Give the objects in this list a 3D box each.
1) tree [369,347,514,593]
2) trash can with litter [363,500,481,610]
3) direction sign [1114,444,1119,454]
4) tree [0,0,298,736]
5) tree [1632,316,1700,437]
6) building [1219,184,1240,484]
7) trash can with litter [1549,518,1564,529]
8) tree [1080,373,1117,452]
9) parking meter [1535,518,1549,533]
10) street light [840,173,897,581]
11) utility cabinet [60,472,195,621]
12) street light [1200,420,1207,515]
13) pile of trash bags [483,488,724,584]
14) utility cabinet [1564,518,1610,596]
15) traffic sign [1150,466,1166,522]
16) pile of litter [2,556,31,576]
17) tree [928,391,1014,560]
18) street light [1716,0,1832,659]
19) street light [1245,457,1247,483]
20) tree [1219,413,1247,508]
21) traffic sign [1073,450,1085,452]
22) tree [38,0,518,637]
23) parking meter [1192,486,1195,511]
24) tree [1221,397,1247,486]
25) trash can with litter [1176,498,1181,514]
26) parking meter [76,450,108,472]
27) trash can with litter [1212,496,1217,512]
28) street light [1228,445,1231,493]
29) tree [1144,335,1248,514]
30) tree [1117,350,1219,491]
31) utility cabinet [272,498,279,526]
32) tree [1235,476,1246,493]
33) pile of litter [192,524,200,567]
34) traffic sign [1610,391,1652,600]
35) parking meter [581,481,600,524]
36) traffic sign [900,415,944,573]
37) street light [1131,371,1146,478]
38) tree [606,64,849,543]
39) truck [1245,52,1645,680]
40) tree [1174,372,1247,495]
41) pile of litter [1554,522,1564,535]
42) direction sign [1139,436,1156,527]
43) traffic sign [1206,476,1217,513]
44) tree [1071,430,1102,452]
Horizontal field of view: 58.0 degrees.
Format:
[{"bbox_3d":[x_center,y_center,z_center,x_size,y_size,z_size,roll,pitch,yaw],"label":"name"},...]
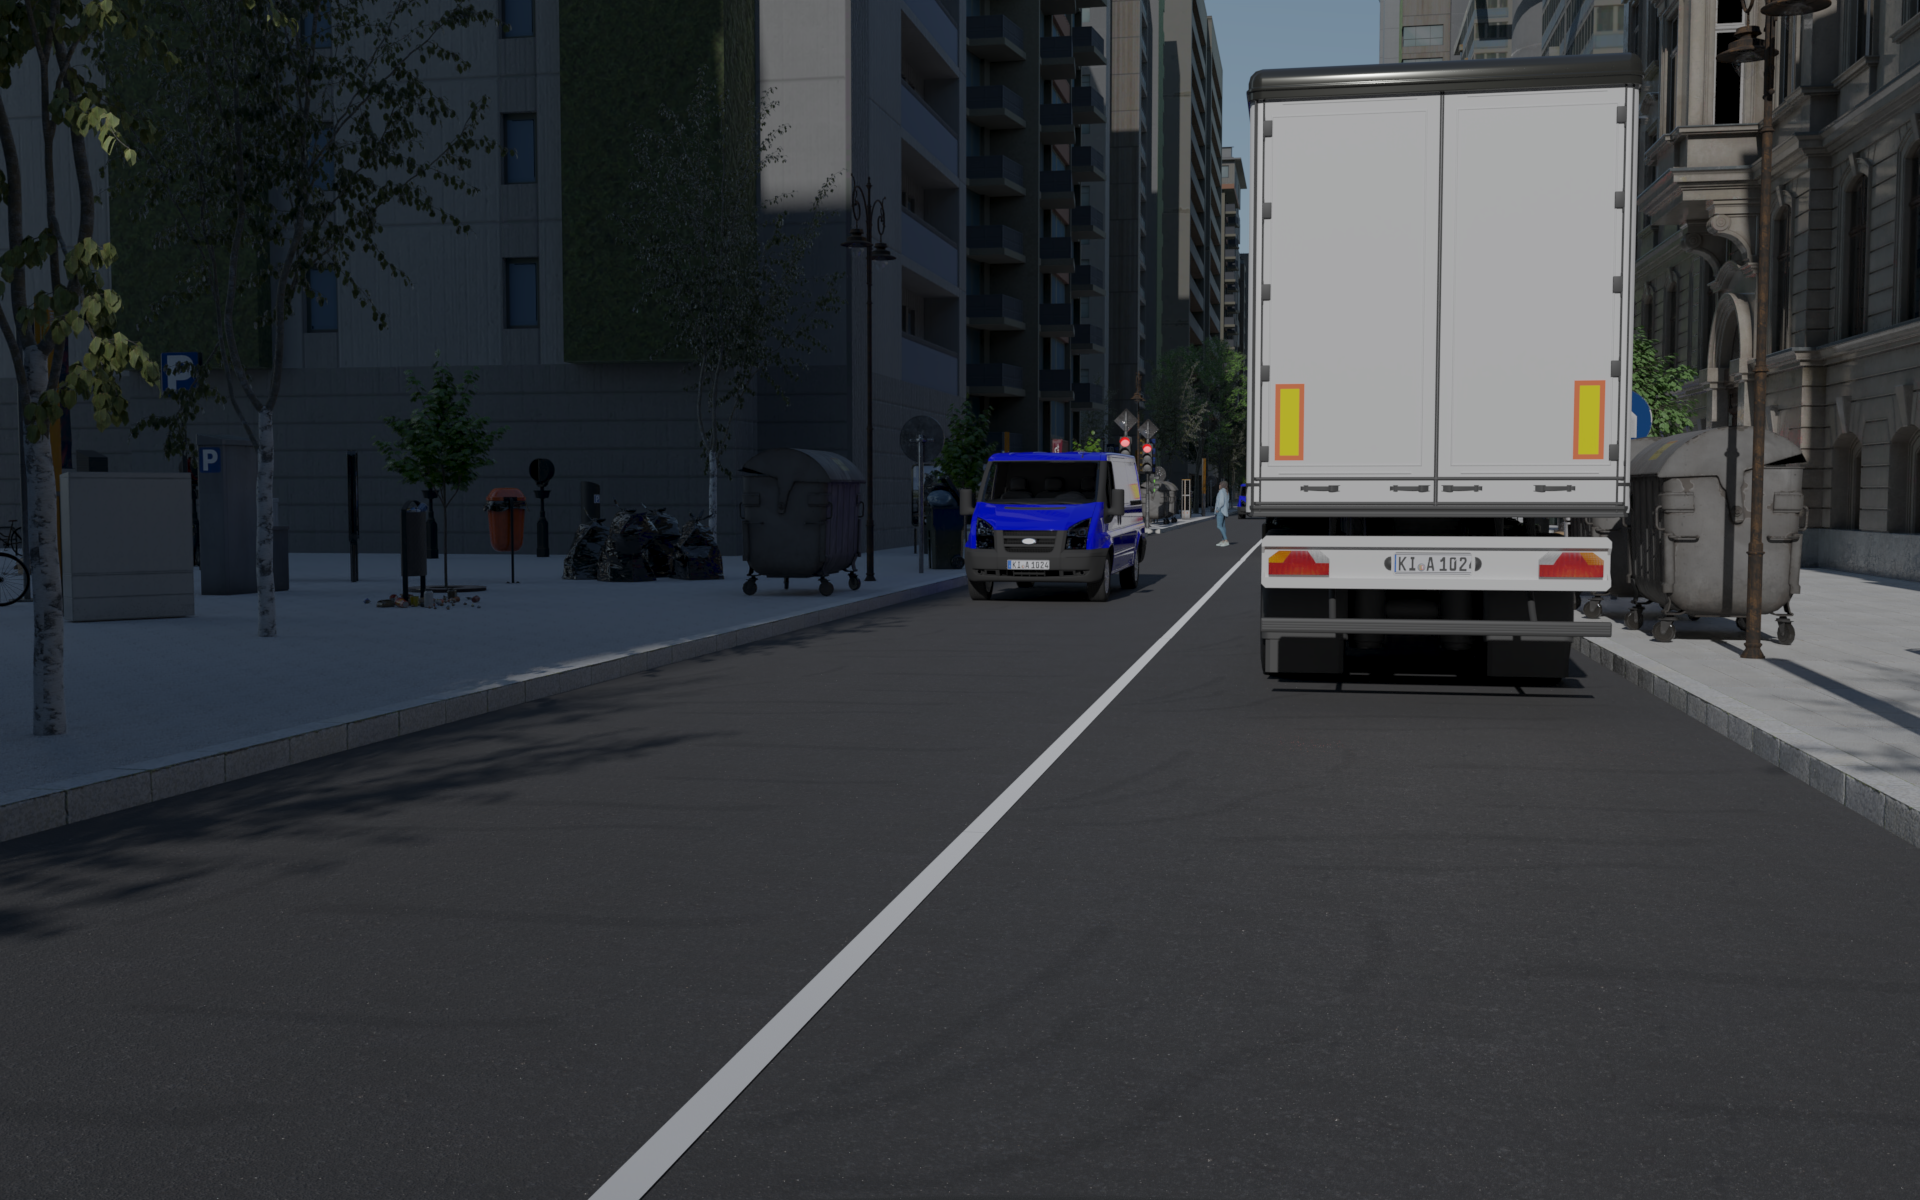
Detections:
[{"bbox_3d":[-6.877,-1.736,22.984,1.663,3.219,1.824,0,3,0],"label":"tree"},{"bbox_3d":[-6.143,-0.565,20.302,1.678,1.210,2.233,0,4,5],"label":"trash can with litter"},{"bbox_3d":[6.949,-5.315,78.905,0.379,3.537,0.876,3,5,42],"label":"direction sign"},{"bbox_3d":[-4.983,-3.574,8.797,4.737,8.622,4.395,0,3,0],"label":"tree"},{"bbox_3d":[10.515,-2.773,29.050,4.285,4.588,4.351,0,3,0],"label":"tree"},{"bbox_3d":[27.101,-35.802,239.993,22.147,44.769,28.867,1,4,11],"label":"building"},{"bbox_3d":[22.053,-3.157,63.012,0.624,1.170,1.055,3,5,43],"label":"trash can with litter"},{"bbox_3d":[7.620,-9.374,103.631,4.360,8.622,3.978,0,3,0],"label":"tree"},{"bbox_3d":[10.837,-1.468,32.414,0.372,1.533,0.369,0,3,0],"label":"parking meter"},{"bbox_3d":[-1.324,-3.216,25.376,0.468,5.910,1.993,1,4,11],"label":"street light"},{"bbox_3d":[-8.496,-0.551,17.686,1.173,1.500,0.318,-3,5,-43],"label":"utility cabinet"},{"bbox_3d":[14.922,-8.179,106.512,0.468,5.910,1.993,1,4,11],"label":"street light"},{"bbox_3d":[-5.358,-0.982,25.815,3.447,1.369,1.912,-2,4,-32],"label":"pile of trash bags"},{"bbox_3d":[8.173,-0.655,21.874,1.020,1.237,0.306,1,4,15],"label":"utility cabinet"},{"bbox_3d":[9.025,-4.836,79.182,0.768,2.556,0.104,1,4,20],"label":"traffic sign"},{"bbox_3d":[-14.755,-0.864,28.093,1.176,0.858,1.719,2,4,30],"label":"pile of litter"},{"bbox_3d":[0.240,-2.319,32.520,1.663,3.219,1.824,0,3,0],"label":"tree"},{"bbox_3d":[6.205,-2.483,13.377,0.468,5.910,1.993,1,4,11],"label":"street light"},{"bbox_3d":[30.038,-12.774,181.640,0.468,5.910,1.993,1,4,11],"label":"street light"},{"bbox_3d":[20.173,-11.212,133.683,4.360,8.622,3.978,0,3,0],"label":"tree"},{"bbox_3d":[3.437,-3.055,50.055,0.768,2.556,0.104,1,4,14],"label":"traffic sign"},{"bbox_3d":[-6.216,-3.989,15.590,4.360,8.622,3.978,0,3,0],"label":"tree"},{"bbox_3d":[17.699,-7.649,130.780,0.255,1.863,0.399,1,4,12],"label":"parking meter"},{"bbox_3d":[36.212,-18.762,213.410,9.857,13.997,8.962,0,3,0],"label":"tree"},{"bbox_3d":[13.854,-6.018,109.781,1.055,1.170,0.624,-1,4,-16],"label":"trash can with litter"},{"bbox_3d":[-11.422,-1.048,22.842,0.399,1.863,0.255,3,4,36],"label":"parking meter"},{"bbox_3d":[18.040,-6.766,122.009,0.624,1.170,1.055,2,4,29],"label":"trash can with litter"},{"bbox_3d":[21.742,-10.240,140.219,0.468,5.910,1.993,1,4,11],"label":"street light"},{"bbox_3d":[15.523,-11.414,112.369,9.928,11.665,9.643,0,3,0],"label":"tree"},{"bbox_3d":[10.786,-8.522,89.696,4.360,8.622,3.978,0,3,0],"label":"tree"},{"bbox_3d":[-10.438,-0.891,25.722,0.306,1.237,1.020,-3,5,-41],"label":"utility cabinet"},{"bbox_3d":[30.365,-11.731,186.409,1.663,3.219,1.824,0,3,0],"label":"tree"},{"bbox_3d":[-13.838,-1.034,30.877,1.719,0.858,1.176,0,4,-1],"label":"pile of litter"},{"bbox_3d":[7.960,-1.279,21.011,0.768,2.556,0.104,1,4,12],"label":"traffic sign"},{"bbox_3d":[-7.253,-1.566,34.022,0.372,1.533,0.369,0,3,0],"label":"parking meter"},{"bbox_3d":[-0.629,-1.706,28.002,0.768,2.556,0.104,1,4,19],"label":"traffic sign"},{"bbox_3d":[6.709,-5.650,65.170,0.468,5.910,1.993,1,4,11],"label":"street light"},{"bbox_3d":[-4.207,-4.924,30.872,4.360,8.622,3.978,0,3,0],"label":"tree"},{"bbox_3d":[4.172,-1.702,16.749,2.839,4.237,11.283,1,4,11],"label":"truck"},{"bbox_3d":[18.982,-11.651,124.899,7.601,10.594,8.767,0,4,-2],"label":"tree"},{"bbox_3d":[19.201,-2.431,53.707,1.719,0.858,1.176,2,4,34],"label":"pile of litter"},{"bbox_3d":[7.269,-4.604,67.270,0.876,3.537,0.379,-3,4,-39],"label":"direction sign"},{"bbox_3d":[17.339,-7.308,119.598,0.768,2.556,0.104,1,4,16],"label":"traffic sign"},{"bbox_3d":[4.042,-3.523,52.200,1.663,3.219,1.824,0,3,0],"label":"tree"}]
